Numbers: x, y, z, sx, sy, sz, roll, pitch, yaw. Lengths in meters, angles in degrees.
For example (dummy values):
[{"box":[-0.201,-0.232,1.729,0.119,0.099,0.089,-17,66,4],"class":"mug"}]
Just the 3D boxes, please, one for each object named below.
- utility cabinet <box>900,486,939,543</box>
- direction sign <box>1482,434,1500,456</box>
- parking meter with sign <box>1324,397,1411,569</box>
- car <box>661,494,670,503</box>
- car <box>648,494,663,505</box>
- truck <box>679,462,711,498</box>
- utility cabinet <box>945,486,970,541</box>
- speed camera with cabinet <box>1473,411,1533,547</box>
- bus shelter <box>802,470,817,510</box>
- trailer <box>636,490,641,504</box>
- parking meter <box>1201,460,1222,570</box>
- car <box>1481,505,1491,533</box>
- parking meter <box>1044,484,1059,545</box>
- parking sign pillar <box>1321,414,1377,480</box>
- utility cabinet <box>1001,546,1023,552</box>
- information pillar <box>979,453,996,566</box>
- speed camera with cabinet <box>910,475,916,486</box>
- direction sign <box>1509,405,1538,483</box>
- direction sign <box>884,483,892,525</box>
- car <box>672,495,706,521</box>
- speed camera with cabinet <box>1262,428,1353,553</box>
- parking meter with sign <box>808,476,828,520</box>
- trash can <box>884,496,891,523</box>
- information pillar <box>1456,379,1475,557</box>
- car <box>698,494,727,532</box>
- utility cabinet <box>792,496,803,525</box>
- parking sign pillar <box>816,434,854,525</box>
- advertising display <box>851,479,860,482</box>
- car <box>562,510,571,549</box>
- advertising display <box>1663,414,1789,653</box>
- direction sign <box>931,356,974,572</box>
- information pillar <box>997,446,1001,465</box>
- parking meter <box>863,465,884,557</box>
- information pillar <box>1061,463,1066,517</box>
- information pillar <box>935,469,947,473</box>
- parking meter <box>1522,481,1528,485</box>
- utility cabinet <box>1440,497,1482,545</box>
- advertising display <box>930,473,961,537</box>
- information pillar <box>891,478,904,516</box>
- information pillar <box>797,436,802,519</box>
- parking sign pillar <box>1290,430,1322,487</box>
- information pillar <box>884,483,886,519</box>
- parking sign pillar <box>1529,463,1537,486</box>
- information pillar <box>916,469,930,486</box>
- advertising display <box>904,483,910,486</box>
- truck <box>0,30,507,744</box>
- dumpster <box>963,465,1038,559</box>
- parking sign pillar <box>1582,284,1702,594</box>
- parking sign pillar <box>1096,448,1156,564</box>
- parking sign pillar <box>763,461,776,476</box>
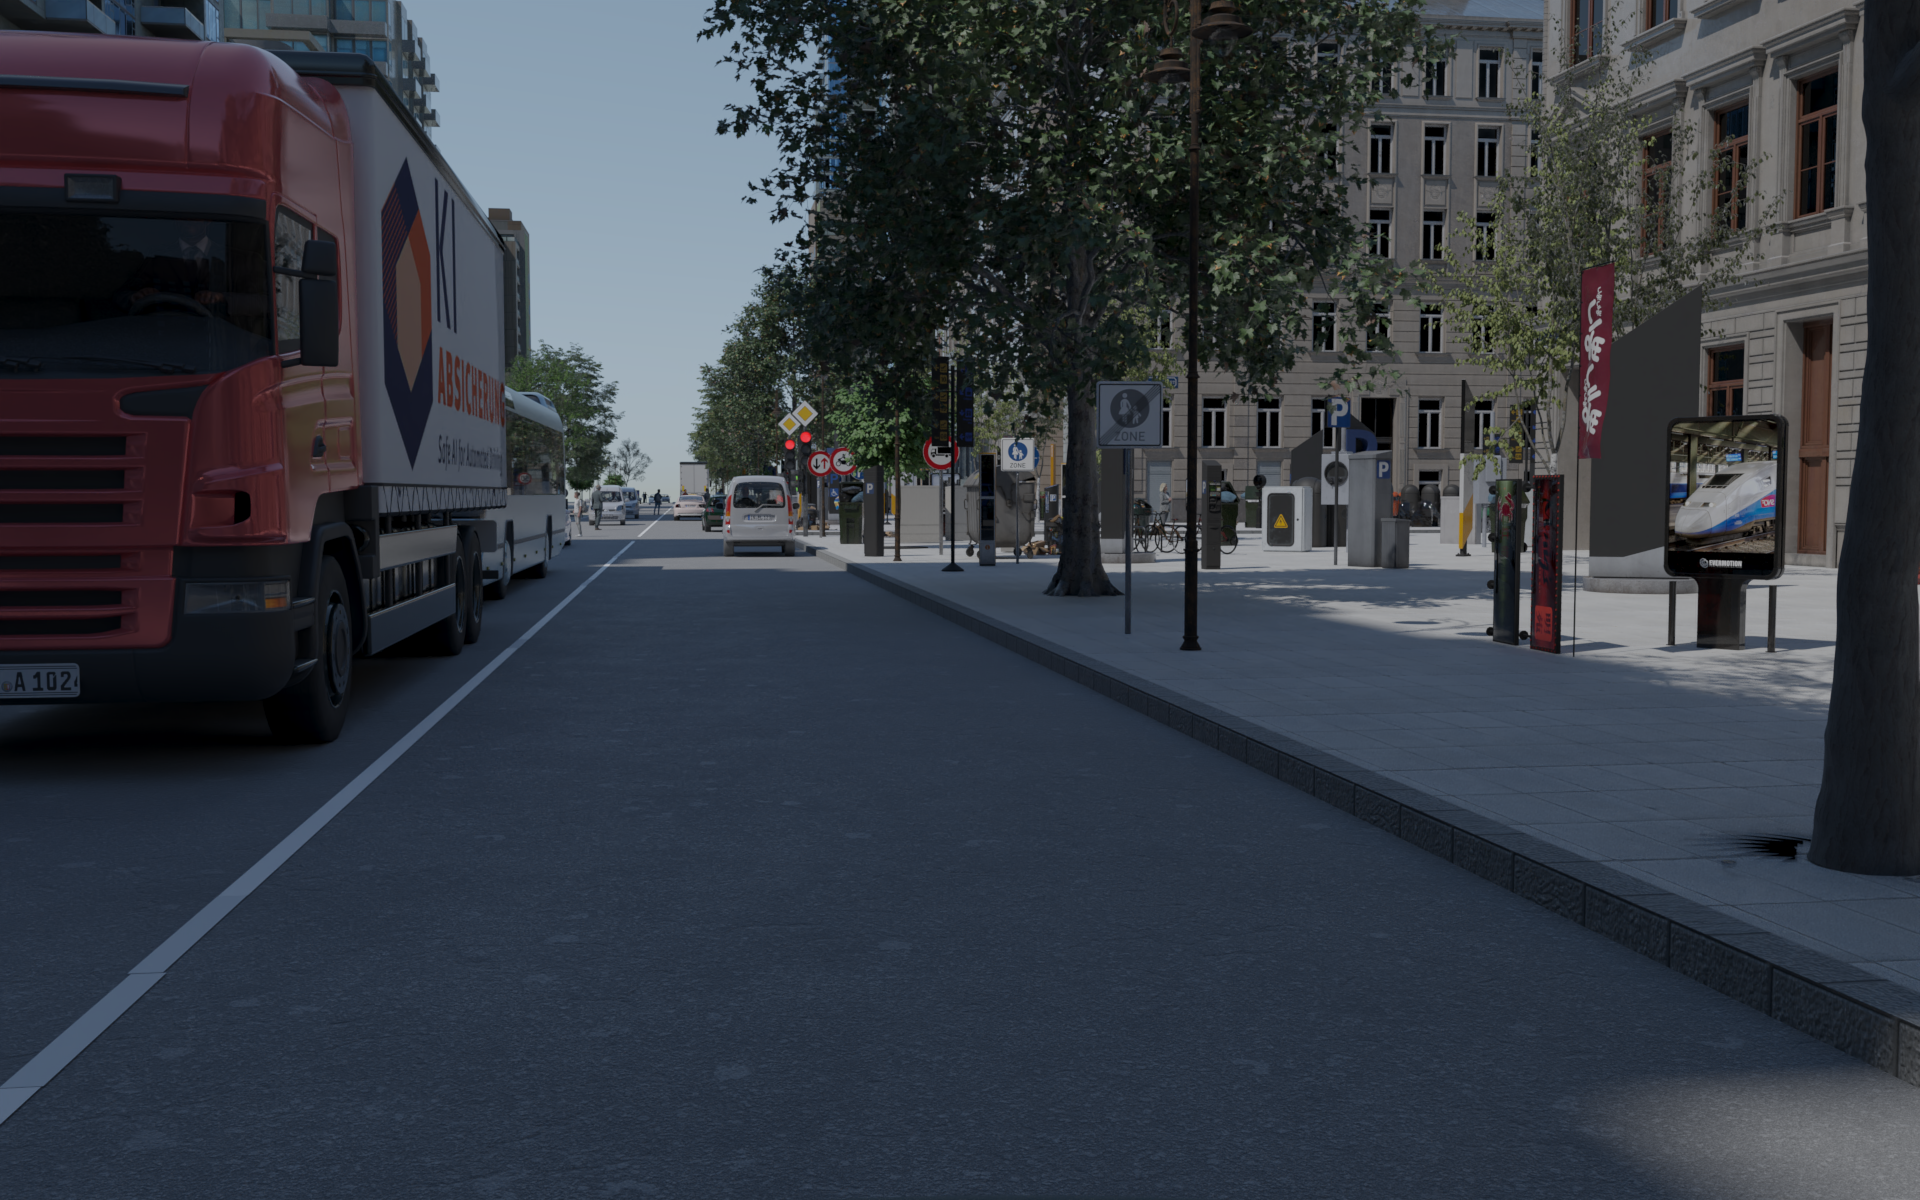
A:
[{"box":[-1.056,-2.227,45.092,1.173,1.500,0.318,-1,4,-13],"class":"utility cabinet"},{"box":[19.924,-4.467,65.028,0.876,3.537,0.379,-2,4,-29],"class":"direction sign"},{"box":[7.193,-2.091,30.443,0.543,3.016,1.738,-2,4,-30],"class":"parking meter with sign"},{"box":[-47.268,-16.201,276.892,2.014,1.417,4.499,-1,4,-11],"class":"car"},{"box":[-40.966,-13.507,232.848,2.014,1.417,4.499,-1,4,-9],"class":"car"},{"box":[-23.744,-10.174,155.265,2.839,4.237,11.283,0,4,-8],"class":"truck"},{"box":[0.147,-2.360,47.263,1.173,1.500,0.318,-3,4,-37],"class":"utility cabinet"},{"box":[13.441,-2.901,41.774,2.038,3.252,0.660,0,4,-1],"class":"speed camera with cabinet"},{"box":[-7.819,-6.249,93.460,1.731,3.624,6.357,-1,4,-9],"class":"bus shelter"},{"box":[-45.899,-14.581,245.447,1.471,1.999,3.904,-1,4,-11],"class":"trailer"},{"box":[4.279,-1.454,29.484,0.255,1.863,0.399,-1,4,-9],"class":"parking meter"},{"box":[19.247,-2.925,59.616,4.920,1.459,2.131,0,4,-7],"class":"car"},{"box":[2.286,-2.136,43.340,0.372,1.533,0.369,0,3,0],"class":"parking meter"},{"box":[12.025,-3.903,52.292,1.447,3.967,1.447,-1,4,-21],"class":"parking sign pillar"},{"box":[1.146,-1.822,38.463,0.318,1.500,1.173,1,4,12],"class":"utility cabinet"},{"box":[0.489,-1.615,30.900,0.304,2.012,0.304,0,4,0],"class":"information pillar"},{"box":[-1.229,-4.164,62.418,0.660,3.252,2.038,-1,4,-20],"class":"speed camera with cabinet"},{"box":[14.342,-3.173,43.873,0.876,3.537,0.379,0,4,2],"class":"direction sign"},{"box":[-3.036,-4.911,72.285,0.876,3.537,0.379,2,4,28],"class":"direction sign"},{"box":[-14.576,-4.992,93.980,2.083,1.381,4.827,0,4,-8],"class":"car"},{"box":[7.710,-2.679,38.140,2.038,3.252,0.660,2,4,32],"class":"speed camera with cabinet"},{"box":[-5.806,-4.798,74.715,1.738,3.016,0.543,-2,4,-27],"class":"parking meter with sign"},{"box":[-3.513,-3.794,73.679,0.748,1.137,0.748,0,3,0],"class":"trash can"},{"box":[10.406,-2.705,35.576,0.183,3.616,0.504,3,5,41],"class":"information pillar"},{"box":[-9.056,-3.489,66.830,2.009,1.686,4.222,-1,4,-10],"class":"car"},{"box":[-7.012,-3.724,72.056,1.020,1.237,0.306,-2,4,-35],"class":"utility cabinet"},{"box":[-5.307,-5.147,72.624,1.447,3.967,1.447,0,4,-7],"class":"parking sign pillar"},{"box":[-4.300,-4.342,76.211,0.974,1.923,0.123,1,4,18],"class":"advertising display"},{"box":[-11.553,-2.108,46.824,2.083,1.381,4.827,-1,4,-9],"class":"car"},{"box":[6.305,-0.556,14.301,0.123,1.923,0.974,-3,5,-39],"class":"advertising display"},{"box":[-0.119,-2.243,28.670,0.876,3.537,0.379,-3,5,-39],"class":"direction sign"},{"box":[1.965,-5.650,83.732,0.183,3.616,0.504,-3,5,-39],"class":"information pillar"},{"box":[-1.771,-1.822,35.504,0.399,1.863,0.255,3,5,41],"class":"parking meter"},{"box":[2.611,-2.244,41.188,0.304,2.012,0.304,-3,5,-42],"class":"information pillar"},{"box":[-0.711,-4.244,60.737,0.504,3.616,0.183,-2,4,-28],"class":"information pillar"},{"box":[24.771,-4.306,76.118,0.255,1.863,0.399,0,4,0],"class":"parking meter"},{"box":[12.860,-2.037,44.460,0.306,1.237,1.020,-3,5,-44],"class":"utility cabinet"},{"box":[-0.451,-2.879,52.278,0.974,1.923,0.123,-2,4,-24],"class":"advertising display"},{"box":[-2.316,-4.499,64.908,0.504,3.616,0.183,-1,4,-11],"class":"information pillar"},{"box":[-6.406,-4.755,69.103,0.183,3.616,0.504,-1,4,-13],"class":"information pillar"},{"box":[14.411,-5.117,72.140,1.447,3.967,1.447,0,4,2],"class":"parking sign pillar"},{"box":[-2.422,-3.612,50.411,0.504,3.616,0.183,2,4,30],"class":"information pillar"},{"box":[38.678,-7.744,115.087,1.447,3.967,1.447,-2,4,-29],"class":"parking sign pillar"},{"box":[-1.085,-2.839,50.906,0.304,2.012,0.304,-2,4,-32],"class":"information pillar"},{"box":[-3.415,-6.613,113.341,0.123,1.923,0.974,1,4,20],"class":"advertising display"},{"box":[-5.277,-1.482,13.144,2.839,4.237,11.283,-1,4,-9],"class":"truck"},{"box":[0.816,-1.772,34.730,1.264,1.857,1.865,-1,4,-9],"class":"dumpster"},{"box":[8.976,-2.095,22.719,1.447,3.967,1.447,1,4,21],"class":"parking sign pillar"},{"box":[2.963,-2.691,32.467,1.447,3.967,1.447,1,4,15],"class":"parking sign pillar"},{"box":[-13.146,-8.039,119.916,1.447,3.967,1.447,1,4,20],"class":"parking sign pillar"}]
